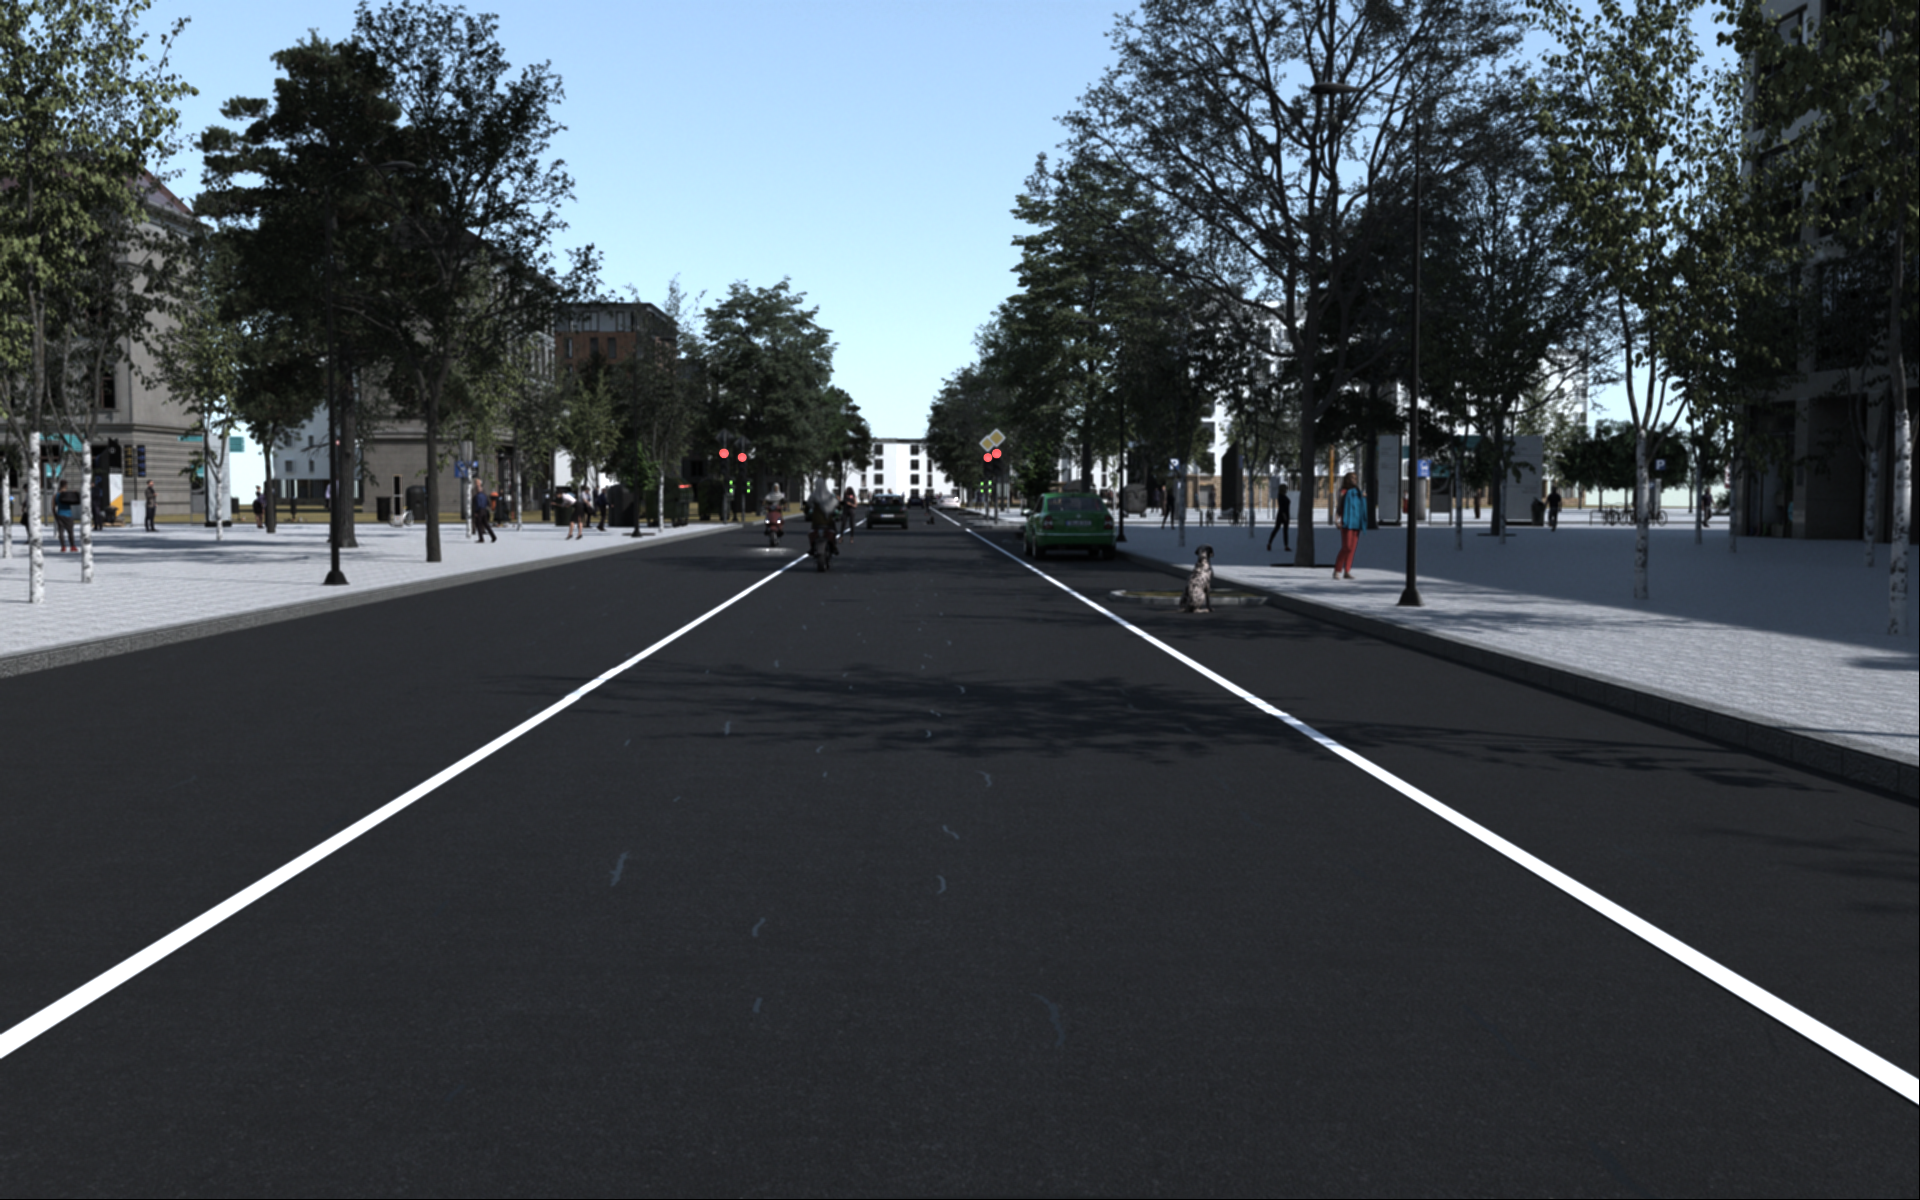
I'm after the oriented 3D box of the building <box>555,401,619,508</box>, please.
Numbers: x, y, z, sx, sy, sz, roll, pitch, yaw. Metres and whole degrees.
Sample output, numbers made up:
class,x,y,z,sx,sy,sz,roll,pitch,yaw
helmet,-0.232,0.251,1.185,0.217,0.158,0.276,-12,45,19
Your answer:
class,x,y,z,sx,sy,sz,roll,pitch,yaw
building,-37.126,-13.909,169.557,9.099,9.664,28.070,0,4,-2

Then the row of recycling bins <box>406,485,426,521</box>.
class,x,y,z,sx,sy,sz,roll,pitch,yaw
row of recycling bins,-26.362,-4.735,84.523,1.069,1.692,3.534,0,4,-6

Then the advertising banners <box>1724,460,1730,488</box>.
class,x,y,z,sx,sy,sz,roll,pitch,yaw
advertising banners,37.641,-5.348,83.627,2.074,3.025,0.090,-1,4,-19

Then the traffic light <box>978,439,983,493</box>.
class,x,y,z,sx,sy,sz,roll,pitch,yaw
traffic light,1.270,-5.612,80.993,0.839,4.213,0.868,0,4,-2

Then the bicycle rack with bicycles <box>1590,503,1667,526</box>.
class,x,y,z,sx,sy,sz,roll,pitch,yaw
bicycle rack with bicycles,27.072,-3.506,70.711,2.852,0.926,2.925,0,4,-6

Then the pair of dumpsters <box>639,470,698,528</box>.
class,x,y,z,sx,sy,sz,roll,pitch,yaw
pair of dumpsters,-11.439,-3.995,67.811,1.574,2.255,4.436,0,4,-2

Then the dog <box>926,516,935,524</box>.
class,x,y,z,sx,sy,sz,roll,pitch,yaw
dog,-1.480,-3.823,82.701,0.748,0.427,0.550,-1,4,-17

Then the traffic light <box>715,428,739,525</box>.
class,x,y,z,sx,sy,sz,roll,pitch,yaw
traffic light,-9.843,-5.101,72.652,0.839,4.213,0.868,0,4,-2

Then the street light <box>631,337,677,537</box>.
class,x,y,z,sx,sy,sz,roll,pitch,yaw
street light,-9.068,-4.817,51.305,1.470,5.913,1.316,0,4,-2

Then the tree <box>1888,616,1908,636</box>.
class,x,y,z,sx,sy,sz,roll,pitch,yaw
tree,8.712,-3.974,15.345,4.737,8.622,4.395,0,3,0

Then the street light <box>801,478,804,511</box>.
class,x,y,z,sx,sy,sz,roll,pitch,yaw
street light,-11.679,-9.883,134.124,1.470,5.913,1.316,0,4,-2

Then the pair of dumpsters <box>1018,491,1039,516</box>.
class,x,y,z,sx,sy,sz,roll,pitch,yaw
pair of dumpsters,4.240,-5.929,99.432,1.574,2.255,4.436,0,4,-2

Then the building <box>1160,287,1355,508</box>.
class,x,y,z,sx,sy,sz,roll,pitch,yaw
building,28.026,-18.801,163.808,16.016,20.091,11.380,0,4,-2

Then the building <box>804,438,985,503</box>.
class,x,y,z,sx,sy,sz,roll,pitch,yaw
building,-9.573,-19.674,263.819,28.070,9.664,9.099,0,4,-2

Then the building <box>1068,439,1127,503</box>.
class,x,y,z,sx,sy,sz,roll,pitch,yaw
building,30.465,-19.709,264.381,28.070,9.664,9.099,0,4,-2

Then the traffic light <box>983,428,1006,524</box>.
class,x,y,z,sx,sy,sz,roll,pitch,yaw
traffic light,1.512,-5.123,73.012,0.839,4.213,0.868,0,4,-2

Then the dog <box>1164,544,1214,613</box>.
class,x,y,z,sx,sy,sz,roll,pitch,yaw
dog,2.773,-0.261,21.101,0.800,0.831,0.513,-1,4,-11

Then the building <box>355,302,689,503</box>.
class,x,y,z,sx,sy,sz,roll,pitch,yaw
building,-49.637,-21.682,198.470,32.646,21.610,27.936,0,4,-2

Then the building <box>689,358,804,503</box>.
class,x,y,z,sx,sy,sz,roll,pitch,yaw
building,-40.181,-26.132,271.229,32.646,21.610,27.936,0,4,-2

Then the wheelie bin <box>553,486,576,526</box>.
class,x,y,z,sx,sy,sz,roll,pitch,yaw
wheelie bin,-15.793,-3.742,69.095,0.980,1.594,0.693,1,4,11

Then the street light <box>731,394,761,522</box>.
class,x,y,z,sx,sy,sz,roll,pitch,yaw
street light,-9.975,-6.623,80.819,1.470,5.913,1.316,0,4,-2

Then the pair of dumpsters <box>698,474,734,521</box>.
class,x,y,z,sx,sy,sz,roll,pitch,yaw
pair of dumpsters,-11.824,-4.952,83.461,1.574,2.255,4.436,0,4,-2

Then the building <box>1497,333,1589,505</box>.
class,x,y,z,sx,sy,sz,roll,pitch,yaw
building,66.869,-21.488,207.750,11.380,20.091,16.016,0,4,-2

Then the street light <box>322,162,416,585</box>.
class,x,y,z,sx,sy,sz,roll,pitch,yaw
street light,-8.295,-3.168,24.341,1.470,5.913,1.316,0,4,-2

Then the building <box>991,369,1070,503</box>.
class,x,y,z,sx,sy,sz,roll,pitch,yaw
building,10.633,-25.128,267.268,11.380,20.091,16.016,0,4,-2

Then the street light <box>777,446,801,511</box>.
class,x,y,z,sx,sy,sz,roll,pitch,yaw
street light,-10.794,-8.253,107.473,1.470,5.913,1.316,0,4,-2

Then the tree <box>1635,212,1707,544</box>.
class,x,y,z,sx,sy,sz,roll,pitch,yaw
tree,19.190,-5.754,44.444,4.360,8.622,3.978,0,3,0

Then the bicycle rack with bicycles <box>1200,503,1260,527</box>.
class,x,y,z,sx,sy,sz,roll,pitch,yaw
bicycle rack with bicycles,10.603,-3.386,68.740,2.852,0.926,2.925,1,4,10

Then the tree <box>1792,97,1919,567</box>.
class,x,y,z,sx,sy,sz,roll,pitch,yaw
tree,16.285,-4.905,30.554,4.360,8.622,3.978,0,3,0

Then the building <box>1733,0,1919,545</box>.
class,x,y,z,sx,sy,sz,roll,pitch,yaw
building,33.779,-14.141,35.725,19.350,26.468,34.151,0,4,-2

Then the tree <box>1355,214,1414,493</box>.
class,x,y,z,sx,sy,sz,roll,pitch,yaw
tree,11.445,-5.438,39.274,4.737,8.622,4.395,0,3,0

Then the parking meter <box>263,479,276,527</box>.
class,x,y,z,sx,sy,sz,roll,pitch,yaw
parking meter,-26.921,-3.783,67.556,0.255,1.863,0.399,2,4,29

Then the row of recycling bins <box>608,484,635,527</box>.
class,x,y,z,sx,sy,sz,roll,pitch,yaw
row of recycling bins,-13.496,-3.784,68.987,1.069,1.692,3.534,-1,4,-17

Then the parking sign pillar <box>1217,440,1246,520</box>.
class,x,y,z,sx,sy,sz,roll,pitch,yaw
parking sign pillar,13.558,-5.982,86.284,1.447,3.967,1.447,-2,4,-27

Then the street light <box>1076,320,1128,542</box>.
class,x,y,z,sx,sy,sz,roll,pitch,yaw
street light,3.791,-4.517,46.388,1.470,5.913,1.316,0,4,-2

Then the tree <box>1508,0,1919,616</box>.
class,x,y,z,sx,sy,sz,roll,pitch,yaw
tree,8.411,-4.307,20.782,4.737,8.622,4.395,0,3,0

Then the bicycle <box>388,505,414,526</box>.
class,x,y,z,sx,sy,sz,roll,pitch,yaw
bicycle,-22.282,-3.417,69.090,0.635,0.972,1.543,1,4,23

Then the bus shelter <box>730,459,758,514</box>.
class,x,y,z,sx,sy,sz,roll,pitch,yaw
bus shelter,-14.214,-7.635,116.120,1.731,3.624,6.357,0,4,-2

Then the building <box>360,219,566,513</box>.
class,x,y,z,sx,sy,sz,roll,pitch,yaw
building,-36.096,-16.350,118.226,10.553,20.767,40.483,0,4,-2

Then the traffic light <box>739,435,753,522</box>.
class,x,y,z,sx,sy,sz,roll,pitch,yaw
traffic light,-10.086,-5.590,80.634,0.839,4.213,0.868,0,4,-2

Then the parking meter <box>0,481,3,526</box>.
class,x,y,z,sx,sy,sz,roll,pitch,yaw
parking meter,-38.684,-3.909,69.620,0.255,1.863,0.399,3,5,39

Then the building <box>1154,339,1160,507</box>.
class,x,y,z,sx,sy,sz,roll,pitch,yaw
building,27.936,-19.495,175.170,16.016,20.091,11.380,0,4,-2

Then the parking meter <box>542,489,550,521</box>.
class,x,y,z,sx,sy,sz,roll,pitch,yaw
parking meter,-19.724,-4.534,82.536,0.372,1.533,0.369,0,3,0

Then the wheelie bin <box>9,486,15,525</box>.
class,x,y,z,sx,sy,sz,roll,pitch,yaw
wheelie bin,-39.600,-3.899,71.650,0.980,1.594,0.693,-1,4,-14

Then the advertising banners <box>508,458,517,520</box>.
class,x,y,z,sx,sy,sz,roll,pitch,yaw
advertising banners,-22.165,-5.477,85.744,0.090,3.025,2.074,0,4,-5

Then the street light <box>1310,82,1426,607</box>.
class,x,y,z,sx,sy,sz,roll,pitch,yaw
street light,4.644,-2.886,19.735,1.470,5.913,1.316,0,4,-2

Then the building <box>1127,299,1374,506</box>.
class,x,y,z,sx,sy,sz,roll,pitch,yaw
building,32.724,-21.666,198.207,27.936,21.610,32.646,0,4,-2

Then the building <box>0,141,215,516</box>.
class,x,y,z,sx,sy,sz,roll,pitch,yaw
building,-57.470,-16.371,103.830,21.152,22.565,11.583,0,4,-2

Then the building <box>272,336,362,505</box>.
class,x,y,z,sx,sy,sz,roll,pitch,yaw
building,-72.536,-21.232,203.568,11.380,20.091,16.016,0,4,-2

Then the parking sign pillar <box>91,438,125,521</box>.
class,x,y,z,sx,sy,sz,roll,pitch,yaw
parking sign pillar,-40.975,-5.793,83.192,1.447,3.967,1.447,1,4,9

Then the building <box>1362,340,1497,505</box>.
class,x,y,z,sx,sy,sz,roll,pitch,yaw
building,55.234,-21.421,206.659,11.380,20.091,16.016,0,4,-2
